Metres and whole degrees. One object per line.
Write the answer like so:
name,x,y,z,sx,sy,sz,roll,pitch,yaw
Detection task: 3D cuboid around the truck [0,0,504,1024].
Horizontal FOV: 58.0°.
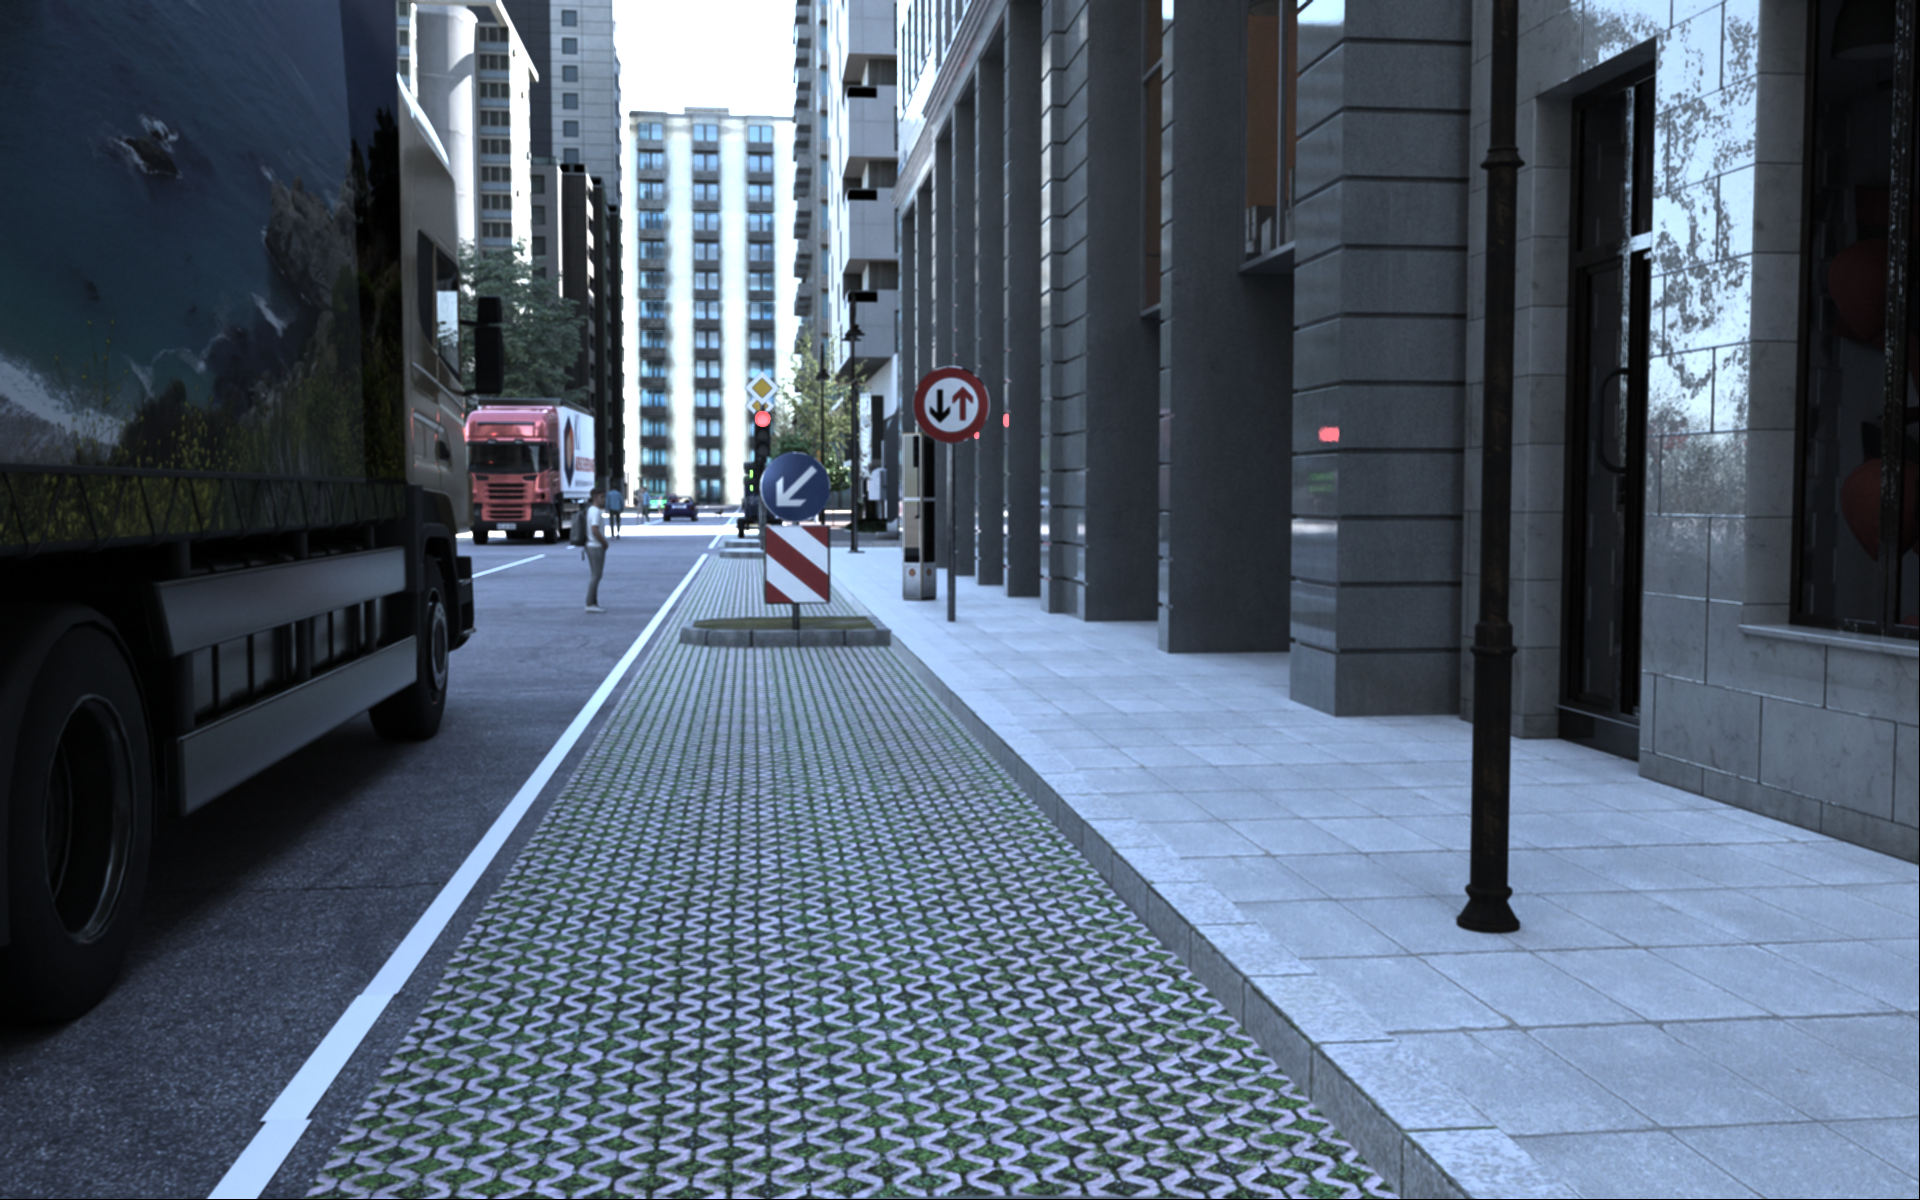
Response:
truck,-3.802,-1.082,6.608,2.839,4.237,11.283,0,4,-7

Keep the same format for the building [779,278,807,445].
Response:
building,-7.653,-53.122,181.213,22.319,86.520,31.000,0,4,-7

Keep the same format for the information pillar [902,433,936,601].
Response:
information pillar,-0.490,-1.007,20.953,0.304,2.012,0.304,3,4,36

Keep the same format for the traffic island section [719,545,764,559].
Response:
traffic island section,-4.480,-1.063,39.661,2.009,0.180,2.903,0,4,-7

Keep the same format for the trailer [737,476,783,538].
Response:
trailer,-6.626,-3.065,57.160,1.471,1.999,3.904,0,4,-8

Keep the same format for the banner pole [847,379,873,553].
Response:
banner pole,-2.140,-2.912,37.631,0.401,3.779,0.863,-3,4,-37

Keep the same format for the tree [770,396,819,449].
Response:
tree,-12.373,-10.783,126.668,4.360,8.622,3.978,0,3,0

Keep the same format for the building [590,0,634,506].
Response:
building,-45.873,-45.514,182.401,20.611,71.187,20.563,0,4,-7

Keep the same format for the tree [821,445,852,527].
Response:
tree,-5.064,-4.475,67.765,1.663,3.219,1.824,0,3,0

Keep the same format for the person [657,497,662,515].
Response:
person,-20.145,-6.294,116.088,0.352,1.250,0.332,0,4,6

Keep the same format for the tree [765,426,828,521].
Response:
tree,-7.731,-6.102,83.482,4.285,4.588,4.351,0,3,0

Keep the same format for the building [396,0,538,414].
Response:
building,-45.511,-26.806,130.160,32.217,40.220,23.993,0,4,-7

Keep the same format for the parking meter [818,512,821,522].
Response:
parking meter,-6.511,-4.361,79.714,0.372,1.533,0.369,0,3,0

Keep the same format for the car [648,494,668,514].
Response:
car,-21.884,-7.097,124.825,1.959,1.807,4.718,0,4,-5

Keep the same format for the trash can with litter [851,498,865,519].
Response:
trash can with litter,-4.121,-3.825,73.919,1.055,1.170,0.624,2,4,25

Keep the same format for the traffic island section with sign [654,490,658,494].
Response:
traffic island section with sign,-30.689,-10.160,174.750,1.989,1.847,2.006,0,4,-7

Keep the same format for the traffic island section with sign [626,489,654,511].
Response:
traffic island section with sign,-27.450,-8.524,147.989,1.989,1.847,2.006,0,4,-7

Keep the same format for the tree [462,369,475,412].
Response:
tree,-29.088,-9.102,99.173,4.360,8.622,3.978,0,3,0

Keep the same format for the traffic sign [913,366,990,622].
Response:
traffic sign,-0.085,-1.056,17.373,0.768,2.556,0.104,0,4,2

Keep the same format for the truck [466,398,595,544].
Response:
truck,-13.055,-3.917,52.949,2.839,4.237,11.283,0,4,-5

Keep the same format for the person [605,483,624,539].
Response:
person,-10.904,-2.803,54.666,0.601,1.785,0.444,-1,4,-18

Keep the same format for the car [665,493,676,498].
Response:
car,-24.698,-8.415,146.620,2.155,1.783,4.494,-1,4,-9

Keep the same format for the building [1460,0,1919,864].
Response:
building,9.005,-8.977,1.522,10.420,20.320,16.860,0,4,-7

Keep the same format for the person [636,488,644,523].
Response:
person,-15.550,-4.633,84.592,0.599,1.781,0.374,-2,4,-28

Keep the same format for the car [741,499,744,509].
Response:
car,-20.249,-9.497,167.855,1.945,1.354,3.894,0,4,-7

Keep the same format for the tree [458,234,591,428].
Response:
tree,-22.865,-10.867,84.323,9.857,13.997,8.962,0,3,0

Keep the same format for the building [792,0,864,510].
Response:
building,-3.240,-32.515,151.228,23.786,49.044,30.456,0,4,-7

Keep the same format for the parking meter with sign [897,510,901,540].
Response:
parking meter with sign,-0.896,-3.175,48.175,1.738,3.016,0.543,1,4,21

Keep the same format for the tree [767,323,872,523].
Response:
tree,-6.059,-7.662,75.636,4.737,8.622,4.395,0,3,0

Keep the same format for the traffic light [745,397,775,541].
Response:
traffic light,-5.481,-3.581,47.469,0.839,4.253,0.868,0,4,-7

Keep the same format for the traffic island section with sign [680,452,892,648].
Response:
traffic island section with sign,-1.738,-0.514,17.032,1.989,1.847,2.006,0,4,-7

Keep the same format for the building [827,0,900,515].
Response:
building,6.057,-31.493,104.153,28.713,52.752,27.495,0,4,-7

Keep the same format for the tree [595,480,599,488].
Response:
tree,-27.541,-8.221,129.009,1.663,3.219,1.824,0,3,0

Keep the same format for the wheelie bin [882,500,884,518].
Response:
wheelie bin,-3.272,-4.394,79.754,0.980,1.594,0.693,1,4,19

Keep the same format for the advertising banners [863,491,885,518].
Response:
advertising banners,-2.765,-4.374,67.708,2.074,3.025,0.090,-1,4,-13

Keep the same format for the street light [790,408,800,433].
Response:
street light,-8.290,-7.003,87.285,0.468,5.910,1.993,0,4,-7

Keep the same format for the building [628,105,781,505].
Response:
building,-31.485,-36.514,216.612,30.456,49.044,23.786,0,4,-7

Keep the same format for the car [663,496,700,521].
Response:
car,-14.849,-4.863,92.091,1.945,1.354,3.894,0,4,-7

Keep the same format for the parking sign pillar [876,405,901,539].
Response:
parking sign pillar,-1.710,-3.751,49.794,1.447,3.967,1.447,-1,4,-21

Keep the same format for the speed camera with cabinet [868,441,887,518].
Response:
speed camera with cabinet,-2.627,-4.305,64.724,0.660,3.252,2.038,2,4,32

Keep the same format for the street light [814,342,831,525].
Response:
street light,-4.198,-4.901,52.924,0.468,5.910,1.993,0,4,-7

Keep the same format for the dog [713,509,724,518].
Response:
dog,-14.771,-5.298,105.903,0.406,0.507,0.540,2,4,35

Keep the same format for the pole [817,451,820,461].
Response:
pole,-6.616,-5.342,81.185,0.158,3.312,0.155,0,3,0

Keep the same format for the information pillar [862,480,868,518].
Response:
information pillar,-4.380,-4.671,80.865,0.304,2.012,0.304,1,4,21

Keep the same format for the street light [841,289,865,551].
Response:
street light,-2.419,-4.062,39.194,0.468,5.910,1.993,0,4,-7

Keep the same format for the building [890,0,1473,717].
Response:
building,5.732,-15.095,24.297,11.434,29.767,29.804,0,4,-7

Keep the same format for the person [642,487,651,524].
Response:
person,-15.067,-4.553,83.286,0.444,1.785,0.601,-2,4,-23

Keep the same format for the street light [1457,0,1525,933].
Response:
street light,1.569,-1.968,4.965,0.468,5.910,1.993,0,4,-7

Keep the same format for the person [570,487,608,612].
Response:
person,-4.444,-0.609,21.048,0.503,1.515,0.523,2,4,34

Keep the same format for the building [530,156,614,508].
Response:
building,-38.259,-23.168,150.495,14.160,30.474,14.107,0,4,-7

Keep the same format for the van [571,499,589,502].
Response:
van,-21.123,-5.317,93.946,2.013,2.044,4.112,0,4,-8

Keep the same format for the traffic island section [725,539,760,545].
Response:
traffic island section,-5.440,-1.548,47.588,2.009,0.180,2.903,0,4,-7

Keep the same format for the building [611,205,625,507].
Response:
building,-39.749,-24.061,165.097,14.160,30.474,14.107,0,4,-7

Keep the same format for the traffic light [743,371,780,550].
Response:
traffic light,-4.521,-3.096,39.542,0.839,4.253,0.868,0,4,-7
